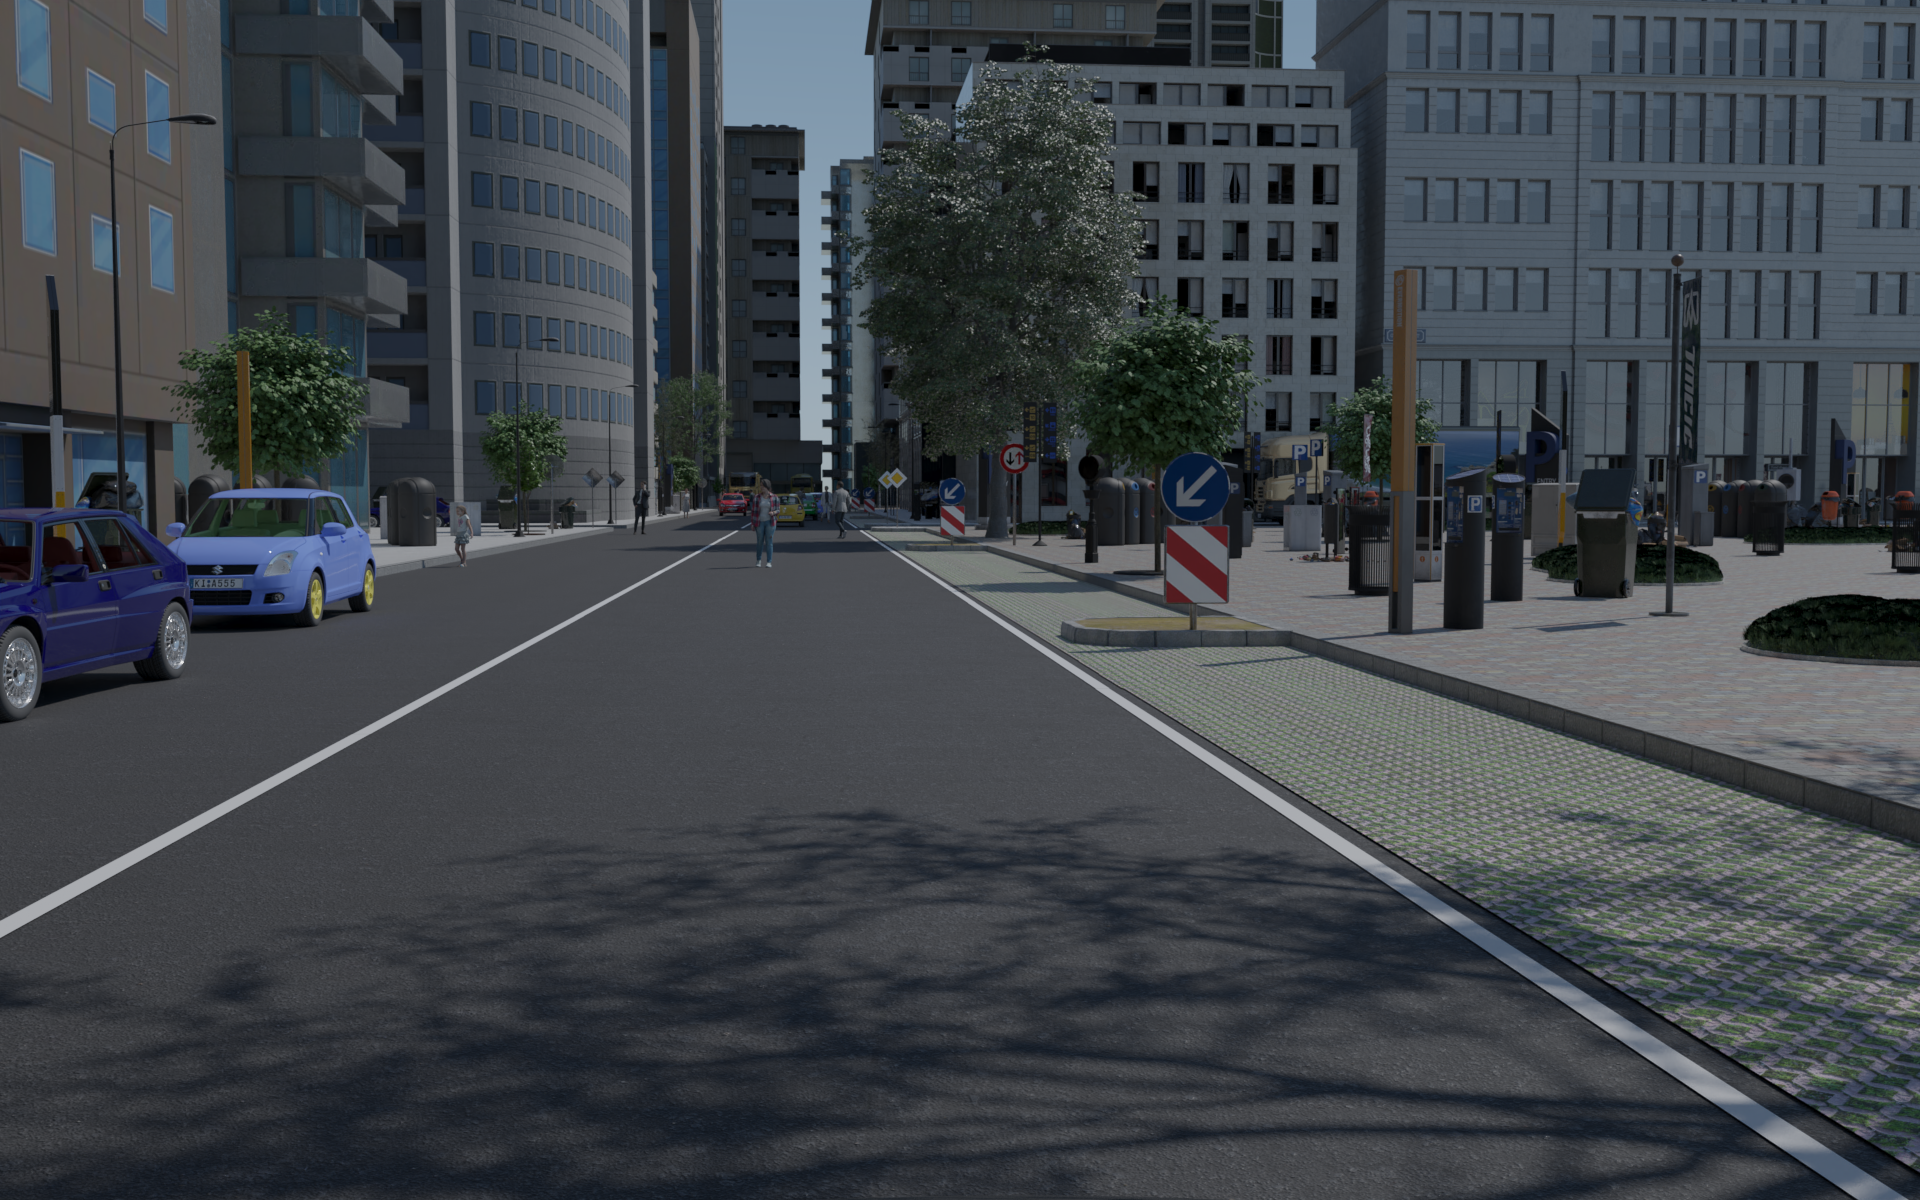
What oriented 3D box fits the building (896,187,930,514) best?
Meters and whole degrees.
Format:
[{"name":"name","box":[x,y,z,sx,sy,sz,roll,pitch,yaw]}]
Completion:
[{"name":"building","box":[3.092,-16.634,113.761,13.314,21.916,24.055,0,4,-5]}]

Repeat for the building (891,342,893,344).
[{"name":"building","box":[1.627,-18.132,138.257,13.314,21.916,24.055,0,4,-5]}]

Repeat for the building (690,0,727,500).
[{"name":"building","box":[-39.448,-47.255,210.863,20.611,71.187,20.563,0,4,-5]}]

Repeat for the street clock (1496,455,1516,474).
[{"name":"street clock","box":[10.020,-1.667,31.828,0.358,2.002,0.471,0,4,0]}]

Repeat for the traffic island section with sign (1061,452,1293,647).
[{"name":"traffic island section with sign","box":[2.040,-0.514,17.038,1.989,1.847,2.006,0,4,-5]}]

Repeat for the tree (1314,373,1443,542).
[{"name":"tree","box":[11.372,-3.878,47.117,4.285,4.588,4.351,0,3,0]}]

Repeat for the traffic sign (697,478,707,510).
[{"name":"traffic sign","box":[-20.334,-8.353,136.682,0.768,2.556,0.104,0,4,-4]}]

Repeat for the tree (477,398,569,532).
[{"name":"tree","box":[-14.888,-4.623,59.306,4.285,4.588,4.351,0,3,0]}]

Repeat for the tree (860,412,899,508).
[{"name":"tree","box":[-7.130,-12.551,155.579,4.360,8.622,3.978,0,3,0]}]

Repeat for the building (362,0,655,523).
[{"name":"building","box":[-27.169,-33.230,85.303,21.231,58.520,28.212,0,4,-5]}]

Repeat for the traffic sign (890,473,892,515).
[{"name":"traffic sign","box":[-4.214,-6.450,105.559,0.768,2.556,0.104,0,4,-5]}]

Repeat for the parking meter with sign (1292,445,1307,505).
[{"name":"parking meter with sign","box":[11.807,-3.909,60.176,0.543,3.016,1.738,1,4,10]}]

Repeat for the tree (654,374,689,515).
[{"name":"tree","box":[-18.760,-9.567,106.777,4.360,8.622,3.978,0,3,0]}]

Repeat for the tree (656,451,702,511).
[{"name":"tree","box":[-21.114,-8.955,130.122,4.285,4.588,4.351,0,3,0]}]

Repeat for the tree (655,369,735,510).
[{"name":"tree","box":[-22.273,-13.327,143.651,9.928,11.665,9.643,0,3,0]}]

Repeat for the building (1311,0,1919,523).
[{"name":"building","box":[32.943,-18.682,82.937,29.804,29.767,11.434,0,4,-5]}]

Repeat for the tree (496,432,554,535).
[{"name":"tree","box":[-13.624,-3.634,54.017,1.663,3.219,1.824,0,3,0]}]

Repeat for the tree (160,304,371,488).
[{"name":"tree","box":[-11.976,-2.834,30.058,4.285,4.588,4.351,0,3,0]}]

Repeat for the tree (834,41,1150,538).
[{"name":"tree","box":[1.094,-8.807,50.654,9.857,13.997,8.962,0,3,0]}]

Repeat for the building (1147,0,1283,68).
[{"name":"building","box":[35.307,-49.492,247.453,20.611,71.187,20.563,0,4,-5]}]

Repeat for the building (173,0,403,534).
[{"name":"building","box":[-32.553,-26.243,48.679,30.456,49.044,23.786,0,4,-5]}]

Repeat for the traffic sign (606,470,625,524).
[{"name":"traffic sign","box":[-14.573,-4.262,73.319,0.795,2.450,0.064,0,4,-5]}]

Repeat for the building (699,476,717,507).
[{"name":"building","box":[-41.011,-29.391,172.426,32.217,40.220,23.993,0,4,-5]}]

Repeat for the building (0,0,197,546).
[{"name":"building","box":[-21.717,-23.006,26.267,14.600,45.320,14.200,0,4,-5]}]

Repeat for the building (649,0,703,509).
[{"name":"building","box":[-30.381,-30.810,153.857,14.600,45.320,14.200,0,4,-5]}]

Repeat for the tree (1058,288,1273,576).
[{"name":"tree","box":[3.272,-2.695,27.777,4.285,4.588,4.351,0,3,0]}]

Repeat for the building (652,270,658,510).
[{"name":"building","box":[-36.541,-16.954,122.229,27.650,21.520,28.899,0,4,-5]}]

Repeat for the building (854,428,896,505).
[{"name":"building","box":[-1.303,-54.760,208.003,22.319,86.520,31.000,0,4,-5]}]

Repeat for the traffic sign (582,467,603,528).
[{"name":"traffic sign","box":[-13.861,-3.775,65.366,0.795,2.450,0.064,0,4,-5]}]

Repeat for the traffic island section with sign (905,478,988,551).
[{"name":"traffic island section with sign","box":[-0.368,-2.156,43.886,1.989,1.847,2.006,0,4,-5]}]

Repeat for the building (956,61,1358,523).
[{"name":"building","box":[8.642,-13.830,80.868,16.860,20.320,10.420,0,4,-5]}]

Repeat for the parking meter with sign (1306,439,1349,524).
[{"name":"parking meter with sign","box":[12.039,-3.622,55.488,1.738,3.016,0.543,-2,4,-31]}]

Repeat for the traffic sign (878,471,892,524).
[{"name":"traffic sign","box":[-3.122,-4.323,74.319,0.795,2.450,0.064,0,4,-5]}]

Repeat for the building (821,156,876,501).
[{"name":"building","box":[-4.373,-38.284,245.553,30.456,49.044,23.786,0,4,-5]}]

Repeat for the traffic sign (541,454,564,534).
[{"name":"traffic sign","box":[-13.105,-3.395,55.611,0.768,2.556,0.104,0,4,-3]}]

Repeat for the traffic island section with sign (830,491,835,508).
[{"name":"traffic island section with sign","box":[-12.173,-10.222,175.750,1.989,1.847,2.006,0,4,-5]}]

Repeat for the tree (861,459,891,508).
[{"name":"tree","box":[-7.859,-10.966,163.002,4.285,4.588,4.351,0,3,0]}]

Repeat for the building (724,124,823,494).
[{"name":"building","box":[-33.495,-40.156,245.789,27.495,52.752,28.713,0,4,-5]}]

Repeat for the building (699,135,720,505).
[{"name":"building","box":[-34.211,-31.105,192.157,14.154,41.232,14.086,0,4,-5]}]

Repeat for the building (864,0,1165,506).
[{"name":"building","box":[4.964,-36.150,180.283,28.713,52.752,27.495,0,4,-5]}]

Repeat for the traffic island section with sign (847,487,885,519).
[{"name":"traffic island section with sign","box":[-5.365,-5.574,99.757,1.989,1.847,2.006,0,4,-5]}]

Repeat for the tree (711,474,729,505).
[{"name":"tree","box":[-23.576,-10.716,169.806,1.663,3.219,1.824,0,3,0]}]

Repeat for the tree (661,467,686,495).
[{"name":"tree","box":[-20.038,-7.746,121.252,1.663,3.219,1.824,0,3,0]}]

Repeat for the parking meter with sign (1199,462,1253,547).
[{"name":"parking meter with sign","box":[6.277,-2.756,41.316,1.738,3.016,0.543,-3,5,-42]}]

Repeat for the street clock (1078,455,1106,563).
[{"name":"street clock","box":[2.449,-1.690,32.199,0.471,2.002,0.358,3,4,37]}]

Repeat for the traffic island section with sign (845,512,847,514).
[{"name":"traffic island section with sign","box":[-7.787,-7.231,126.856,1.989,1.847,2.006,0,4,-5]}]

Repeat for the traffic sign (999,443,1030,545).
[{"name":"traffic sign","box":[1.361,-2.636,43.208,0.768,2.556,0.104,0,4,-3]}]

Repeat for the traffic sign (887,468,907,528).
[{"name":"traffic sign","box":[-2.411,-3.836,66.366,0.795,2.450,0.064,0,4,-5]}]

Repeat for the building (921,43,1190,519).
[{"name":"building","box":[4.570,-16.158,93.861,12.332,23.373,15.834,0,4,-5]}]
